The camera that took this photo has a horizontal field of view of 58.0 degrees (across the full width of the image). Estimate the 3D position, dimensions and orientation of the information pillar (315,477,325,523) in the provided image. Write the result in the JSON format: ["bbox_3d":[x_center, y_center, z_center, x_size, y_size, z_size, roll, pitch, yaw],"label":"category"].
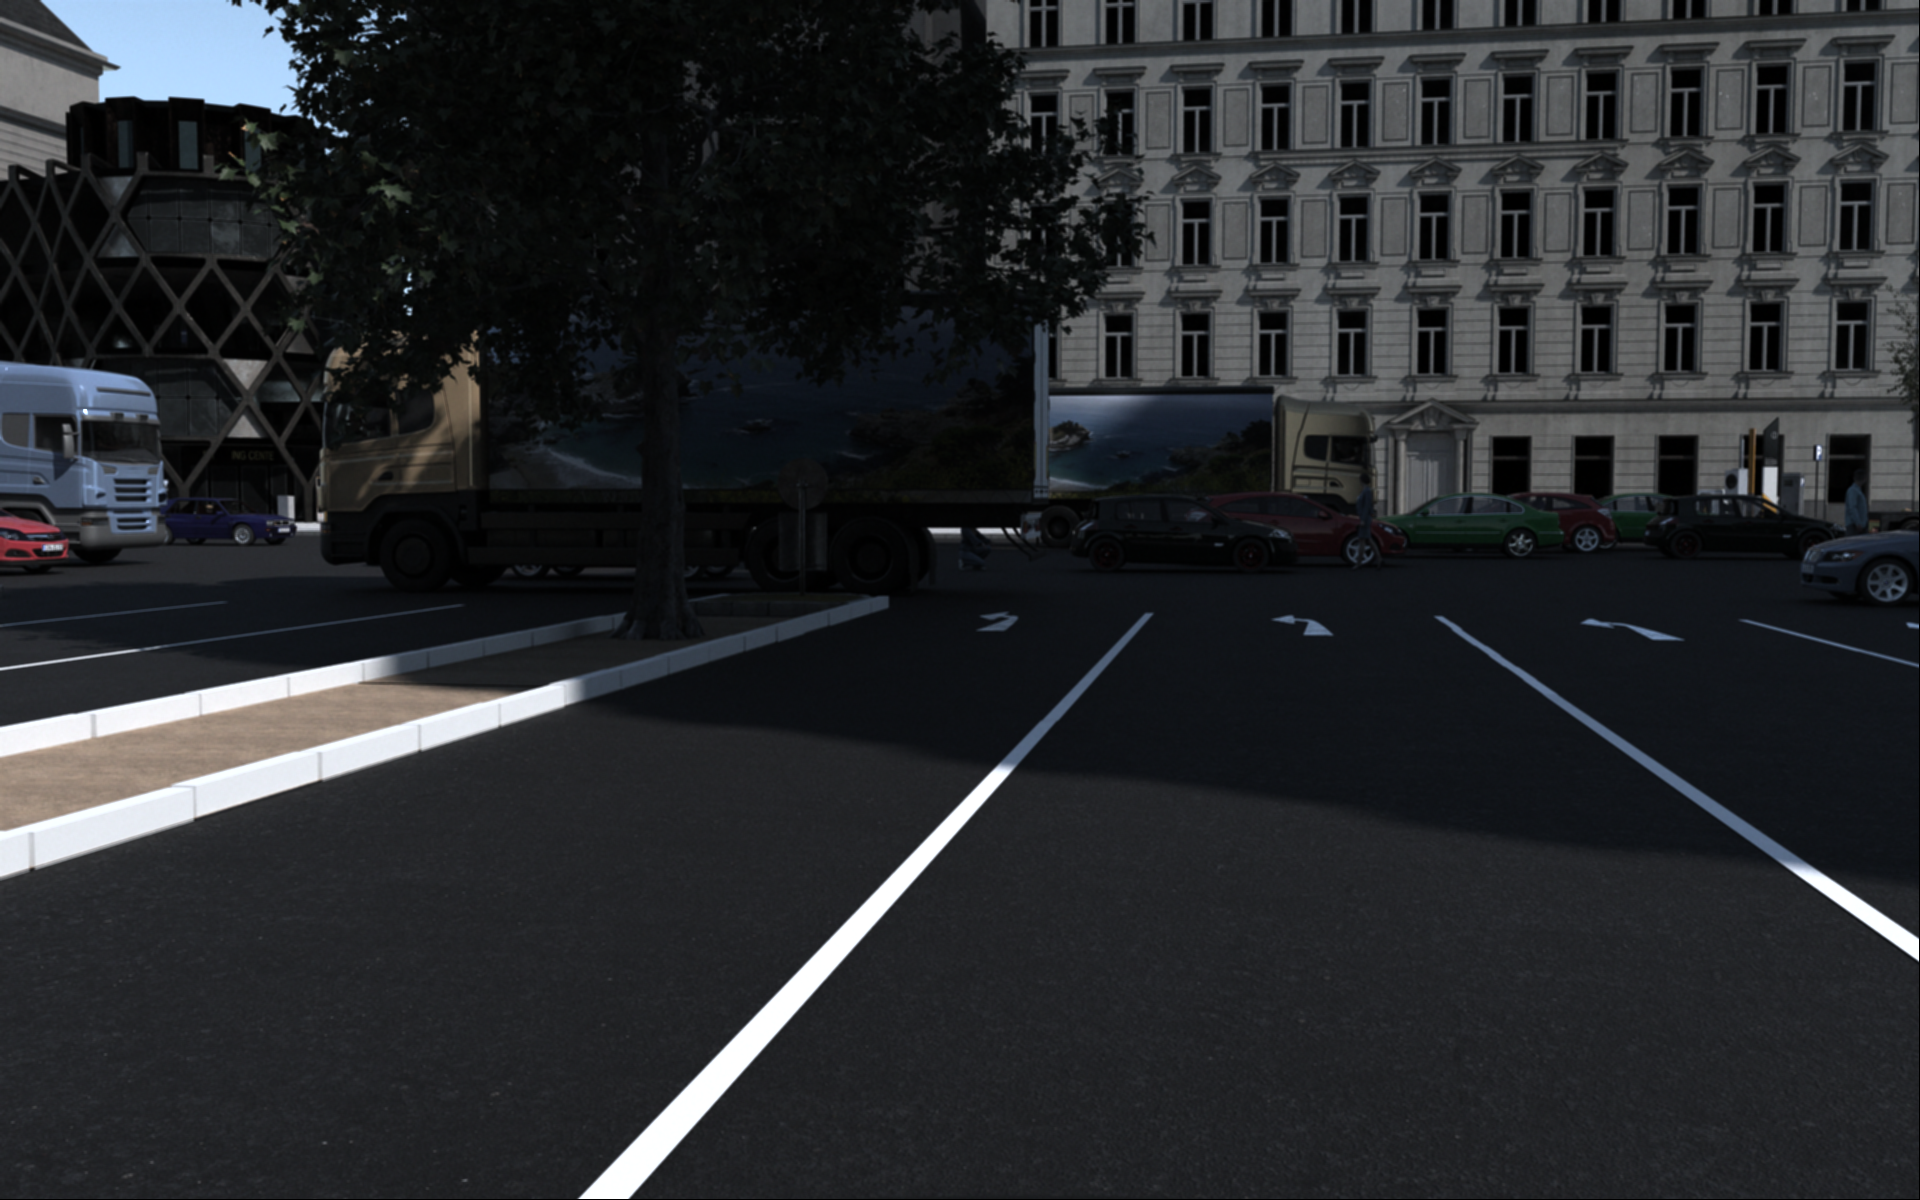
[{"bbox_3d":[-28.163,-4.386,76.209,0.304,2.012,0.304,-2,4,-28],"label":"information pillar"}]

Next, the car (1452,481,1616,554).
[{"bbox_3d":[13.783,-2.060,42.716,4.494,1.783,2.155,0,4,8],"label":"car"}]

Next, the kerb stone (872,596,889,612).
[{"bbox_3d":[-1.042,0.054,21.347,0.120,0.150,1.000,1,4,10],"label":"kerb stone"}]

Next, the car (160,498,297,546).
[{"bbox_3d":[-20.796,-2.213,48.763,3.894,1.354,1.945,1,4,11],"label":"car"}]

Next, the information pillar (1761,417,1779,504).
[{"bbox_3d":[24.673,-3.755,52.743,0.504,3.616,0.183,-1,4,-12],"label":"information pillar"}]

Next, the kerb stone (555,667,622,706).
[{"bbox_3d":[-2.631,0.613,12.176,0.120,0.150,1.000,1,4,10],"label":"kerb stone"}]

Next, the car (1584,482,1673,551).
[{"bbox_3d":[17.760,-2.173,44.328,4.718,1.807,1.959,1,4,10],"label":"car"}]

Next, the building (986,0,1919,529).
[{"bbox_3d":[23.486,-18.145,73.092,44.131,29.872,17.030,1,4,10],"label":"building"}]

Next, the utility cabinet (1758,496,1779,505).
[{"bbox_3d":[27.198,-2.889,58.398,1.020,1.237,0.306,-2,4,-35],"label":"utility cabinet"}]

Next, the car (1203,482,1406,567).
[{"bbox_3d":[6.683,-1.580,34.877,4.494,1.783,2.155,1,4,9],"label":"car"}]

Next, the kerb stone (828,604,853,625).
[{"bbox_3d":[-1.391,0.177,19.306,0.120,0.150,1.000,1,4,10],"label":"kerb stone"}]

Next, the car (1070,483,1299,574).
[{"bbox_3d":[4.156,-1.366,32.123,4.222,1.686,2.009,1,4,9],"label":"car"}]

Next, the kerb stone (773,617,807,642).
[{"bbox_3d":[-1.738,0.302,17.265,0.120,0.150,1.000,1,4,10],"label":"kerb stone"}]

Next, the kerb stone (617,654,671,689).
[{"bbox_3d":[-2.451,0.555,13.202,0.120,0.150,1.000,1,4,10],"label":"kerb stone"}]

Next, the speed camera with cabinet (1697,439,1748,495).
[{"bbox_3d":[27.909,-4.220,63.337,0.660,3.252,2.038,-1,4,-19],"label":"speed camera with cabinet"}]

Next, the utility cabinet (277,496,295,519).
[{"bbox_3d":[-27.970,-3.715,71.902,0.306,1.237,1.020,-3,5,-45],"label":"utility cabinet"}]

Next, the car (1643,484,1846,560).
[{"bbox_3d":[17.414,-1.750,38.396,4.222,1.686,2.009,1,4,12],"label":"car"}]

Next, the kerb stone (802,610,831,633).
[{"bbox_3d":[-1.574,0.239,18.290,0.120,0.150,1.000,1,4,10],"label":"kerb stone"}]

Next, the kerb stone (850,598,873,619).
[{"bbox_3d":[-1.218,0.114,20.333,0.120,0.150,1.000,1,4,10],"label":"kerb stone"}]

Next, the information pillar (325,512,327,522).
[{"bbox_3d":[-22.400,-4.299,61.645,0.183,3.616,0.504,3,5,43],"label":"information pillar"}]

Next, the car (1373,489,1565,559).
[{"bbox_3d":[11.219,-1.865,39.283,4.718,1.807,1.959,1,4,12],"label":"car"}]

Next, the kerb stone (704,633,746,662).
[{"bbox_3d":[-2.105,0.426,15.229,0.120,0.150,1.000,1,4,10],"label":"kerb stone"}]

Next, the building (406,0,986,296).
[{"bbox_3d":[-10.776,-17.343,77.071,24.014,27.812,14.314,1,4,10],"label":"building"}]

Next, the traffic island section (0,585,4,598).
[{"bbox_3d":[-14.332,-0.055,23.178,2.009,0.180,2.903,1,4,10],"label":"traffic island section"}]

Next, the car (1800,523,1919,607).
[{"bbox_3d":[13.394,-0.642,22.492,4.499,1.417,2.014,1,4,11],"label":"car"}]

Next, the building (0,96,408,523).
[{"bbox_3d":[-36.226,-13.171,82.793,16.811,18.784,16.820,1,4,10],"label":"building"}]

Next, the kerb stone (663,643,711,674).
[{"bbox_3d":[-2.276,0.488,14.216,0.120,0.150,1.000,1,4,10],"label":"kerb stone"}]

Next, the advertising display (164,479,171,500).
[{"bbox_3d":[-33.830,-4.164,73.294,0.974,1.923,0.123,1,4,15],"label":"advertising display"}]

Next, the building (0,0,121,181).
[{"bbox_3d":[-56.566,-18.250,85.770,23.554,28.519,14.401,1,4,10],"label":"building"}]

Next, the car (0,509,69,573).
[{"bbox_3d":[-18.301,-1.350,31.105,4.494,1.783,2.155,1,4,9],"label":"car"}]

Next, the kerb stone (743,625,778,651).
[{"bbox_3d":[-1.923,0.367,16.248,0.120,0.150,1.000,1,4,10],"label":"kerb stone"}]

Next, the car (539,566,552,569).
[{"bbox_3d":[-9.101,-1.543,34.273,4.494,1.783,2.155,1,4,8],"label":"car"}]

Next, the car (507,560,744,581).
[{"bbox_3d":[-5.769,-1.250,29.483,4.494,1.783,2.155,1,4,11],"label":"car"}]
